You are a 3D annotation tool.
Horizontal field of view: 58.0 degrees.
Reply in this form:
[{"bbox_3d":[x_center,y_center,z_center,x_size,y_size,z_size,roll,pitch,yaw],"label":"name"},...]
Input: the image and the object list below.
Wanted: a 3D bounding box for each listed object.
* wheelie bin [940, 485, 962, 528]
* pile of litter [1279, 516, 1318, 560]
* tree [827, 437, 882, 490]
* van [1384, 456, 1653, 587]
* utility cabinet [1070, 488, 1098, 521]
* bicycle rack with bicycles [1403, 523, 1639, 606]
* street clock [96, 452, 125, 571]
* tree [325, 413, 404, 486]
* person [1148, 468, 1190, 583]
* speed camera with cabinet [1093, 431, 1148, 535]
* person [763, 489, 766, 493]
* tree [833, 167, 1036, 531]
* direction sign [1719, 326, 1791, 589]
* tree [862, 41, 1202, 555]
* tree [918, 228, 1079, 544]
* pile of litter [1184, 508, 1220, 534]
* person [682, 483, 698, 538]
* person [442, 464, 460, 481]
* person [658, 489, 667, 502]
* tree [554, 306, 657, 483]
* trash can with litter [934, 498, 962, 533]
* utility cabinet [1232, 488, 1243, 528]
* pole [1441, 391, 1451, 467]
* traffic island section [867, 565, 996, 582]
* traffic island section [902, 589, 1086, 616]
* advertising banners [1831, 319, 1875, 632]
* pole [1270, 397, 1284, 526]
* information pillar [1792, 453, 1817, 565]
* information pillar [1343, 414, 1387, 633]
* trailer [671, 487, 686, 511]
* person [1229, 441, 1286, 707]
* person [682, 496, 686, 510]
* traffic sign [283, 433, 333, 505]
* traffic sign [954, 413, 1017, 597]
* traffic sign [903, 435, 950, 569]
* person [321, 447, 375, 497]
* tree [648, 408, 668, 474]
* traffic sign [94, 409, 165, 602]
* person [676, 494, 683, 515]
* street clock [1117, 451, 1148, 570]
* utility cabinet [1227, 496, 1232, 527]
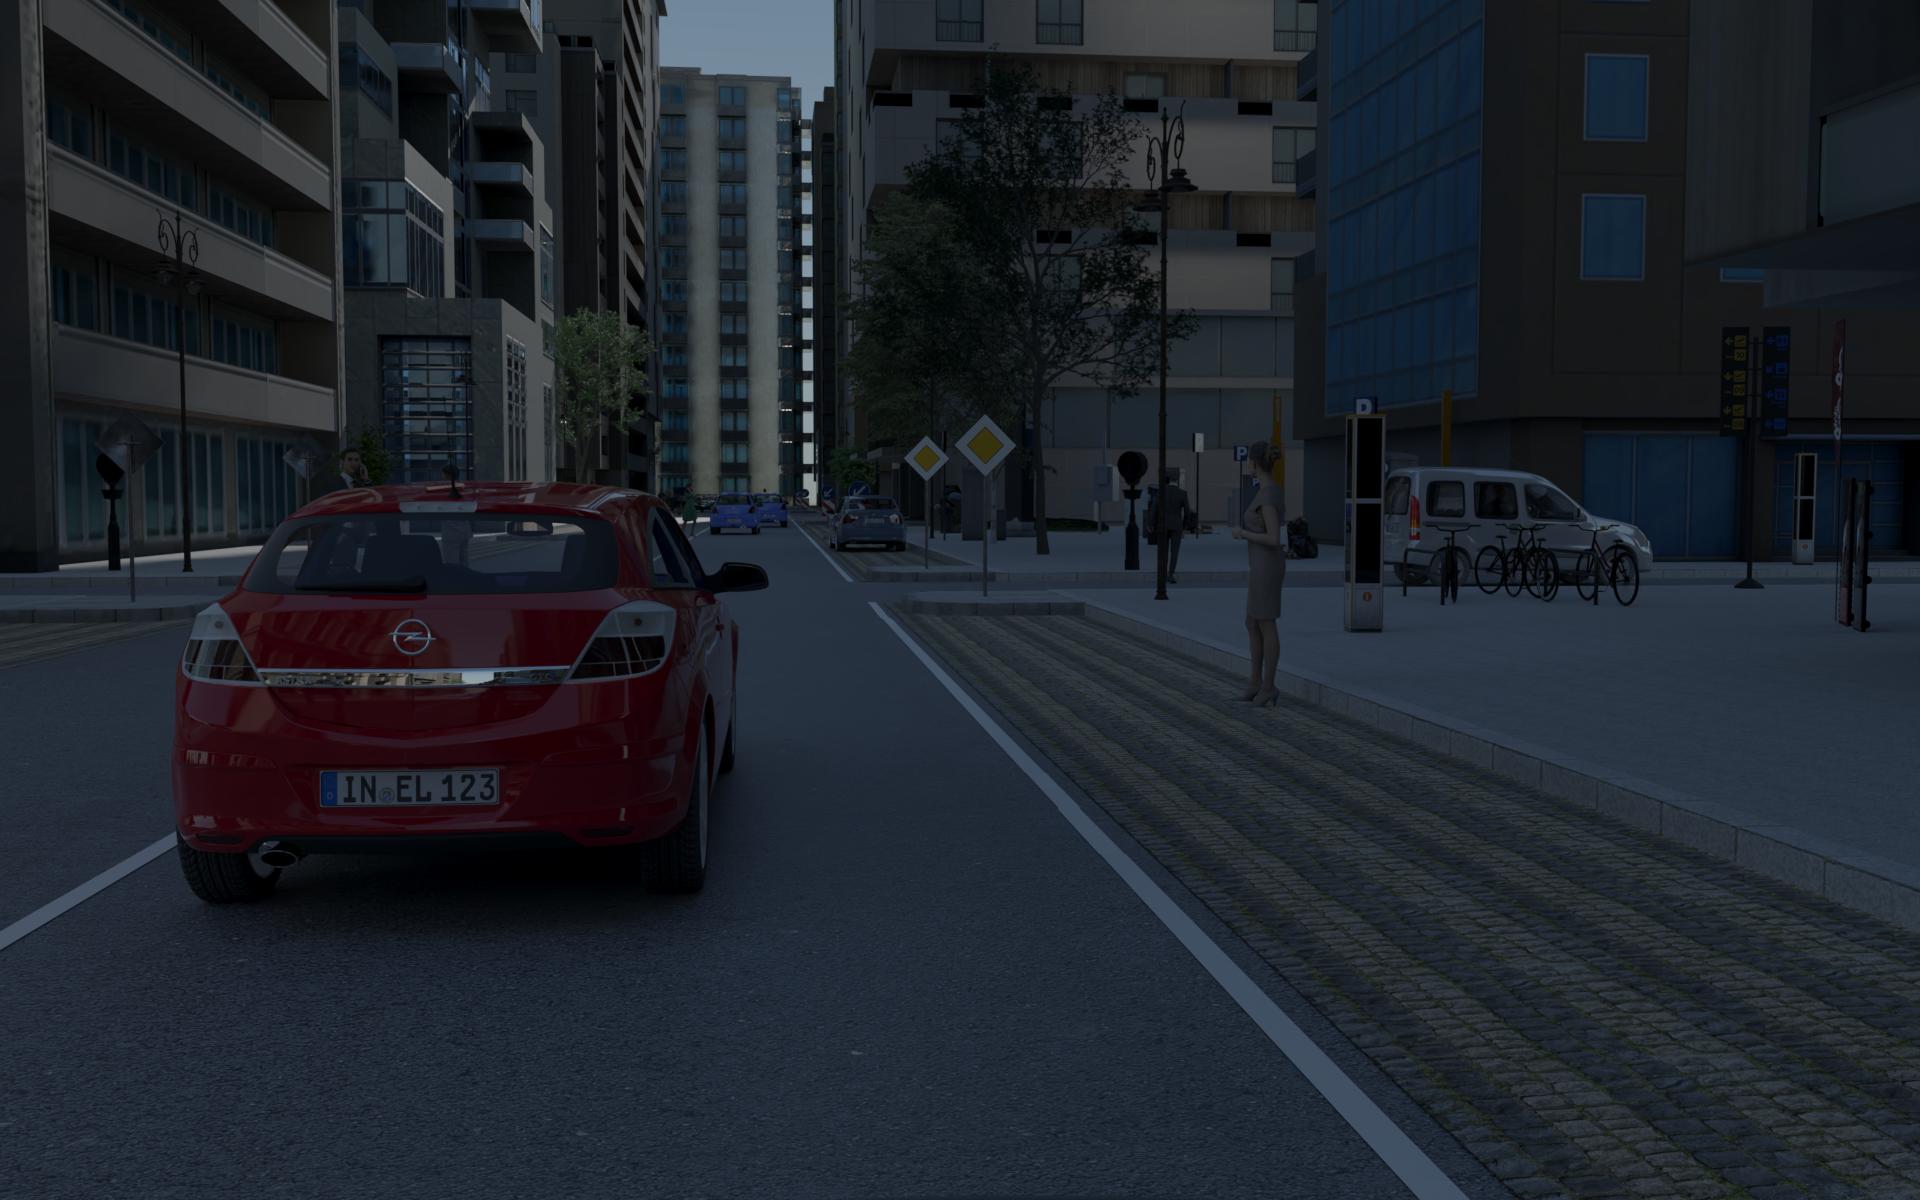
[{"bbox_3d":[-0.254,-3.077,58.212,0.693,1.594,0.980,-3,5,-42],"label":"wheelie bin"},{"bbox_3d":[6.456,-1.249,34.380,1.719,0.858,1.176,-3,4,-38],"label":"pile of litter"},{"bbox_3d":[-6.033,-7.117,100.077,4.285,4.588,4.351,0,3,0],"label":"tree"},{"bbox_3d":[8.631,-1.219,26.945,4.112,2.044,2.013,0,4,-6],"label":"van"},{"bbox_3d":[4.681,-3.458,65.216,1.173,1.500,0.318,3,5,44],"label":"utility cabinet"},{"bbox_3d":[6.592,-0.465,20.987,2.852,0.926,2.925,0,4,2],"label":"bicycle rack with bicycles"},{"bbox_3d":[-14.188,-1.495,29.009,0.471,2.002,0.358,-2,4,-25],"label":"street clock"},{"bbox_3d":[-14.264,-2.878,41.655,1.663,3.219,1.824,0,3,0],"label":"tree"},{"bbox_3d":[3.395,-1.204,27.958,0.659,1.850,0.755,1,4,13],"label":"person"},{"bbox_3d":[5.202,-3.653,54.067,2.038,3.252,0.660,2,4,28],"label":"speed camera with cabinet"},{"bbox_3d":[-13.723,-6.918,121.629,0.705,1.821,1.348,-1,4,-23],"label":"person"},{"bbox_3d":[-1.125,-8.727,60.811,7.486,12.596,7.792,0,3,0],"label":"tree"},{"bbox_3d":[10.763,-1.928,23.515,0.876,3.537,0.379,0,4,7],"label":"direction sign"},{"bbox_3d":[1.427,-6.246,36.531,7.601,10.594,8.767,0,4,-8],"label":"tree"},{"bbox_3d":[0.893,-5.727,43.993,4.360,8.622,3.978,0,3,0],"label":"tree"},{"bbox_3d":[7.601,-2.546,55.587,1.719,0.858,1.176,-1,4,-16],"label":"pile of litter"},{"bbox_3d":[-8.836,-2.920,56.489,0.529,1.795,0.600,1,4,9],"label":"person"},{"bbox_3d":[-6.346,-0.789,21.574,0.466,1.800,0.511,0,4,6],"label":"person"},{"bbox_3d":[-21.419,-7.093,124.913,0.683,1.767,0.568,-3,4,-36],"label":"person"},{"bbox_3d":[-20.773,-10.342,94.849,9.928,11.665,9.643,0,3,0],"label":"tree"},{"bbox_3d":[-0.280,-2.761,56.536,1.055,1.170,0.624,-3,5,-41],"label":"trash can with litter"},{"bbox_3d":[10.810,-3.441,64.947,1.173,1.500,0.318,0,4,-7],"label":"utility cabinet"},{"bbox_3d":[9.591,-2.470,34.232,0.158,3.312,0.155,0,3,0],"label":"pole"},{"bbox_3d":[-0.550,-0.450,29.638,2.009,0.180,2.903,0,4,-6],"label":"traffic island section"},{"bbox_3d":[0.335,0.035,21.702,2.009,0.180,2.903,0,4,-6],"label":"traffic island section"},{"bbox_3d":[8.666,-1.264,16.862,0.090,3.025,2.074,1,4,18],"label":"advertising banners"},{"bbox_3d":[6.647,-2.602,36.383,0.158,3.312,0.155,0,3,0],"label":"pole"},{"bbox_3d":[15.250,-1.639,31.284,0.304,2.012,0.304,1,4,12],"label":"information pillar"},{"bbox_3d":[3.759,-0.710,16.099,0.304,2.012,0.304,0,4,-1],"label":"information pillar"},{"bbox_3d":[-23.328,-8.376,143.999,1.471,1.999,3.904,0,4,-7],"label":"trailer"},{"bbox_3d":[1.990,-0.168,11.590,0.374,1.781,0.599,1,4,11],"label":"person"},{"bbox_3d":[-19.044,-6.608,119.725,0.799,1.438,0.628,3,5,42],"label":"person"},{"bbox_3d":[-10.706,-1.518,28.454,0.795,2.450,0.064,0,4,-6],"label":"traffic sign"},{"bbox_3d":[0.312,-1.100,21.622,0.795,2.450,0.064,0,4,-6],"label":"traffic sign"},{"bbox_3d":[-0.572,-1.585,29.558,0.795,2.450,0.064,0,4,-6],"label":"traffic sign"},{"bbox_3d":[-6.117,-0.584,17.411,0.474,1.900,0.648,1,4,9],"label":"person"},{"bbox_3d":[-26.484,-11.817,143.562,4.360,8.622,3.978,0,3,0],"label":"tree"},{"bbox_3d":[-9.822,-1.032,20.518,0.795,2.450,0.064,0,4,-6],"label":"traffic sign"},{"bbox_3d":[-19.061,-6.484,117.752,0.421,1.427,0.697,-2,4,-31],"label":"person"},{"bbox_3d":[2.908,-1.507,29.214,0.471,2.002,0.358,2,4,35],"label":"street clock"},{"bbox_3d":[10.859,-3.406,66.844,1.020,1.237,0.306,-1,4,-11],"label":"utility cabinet"}]
